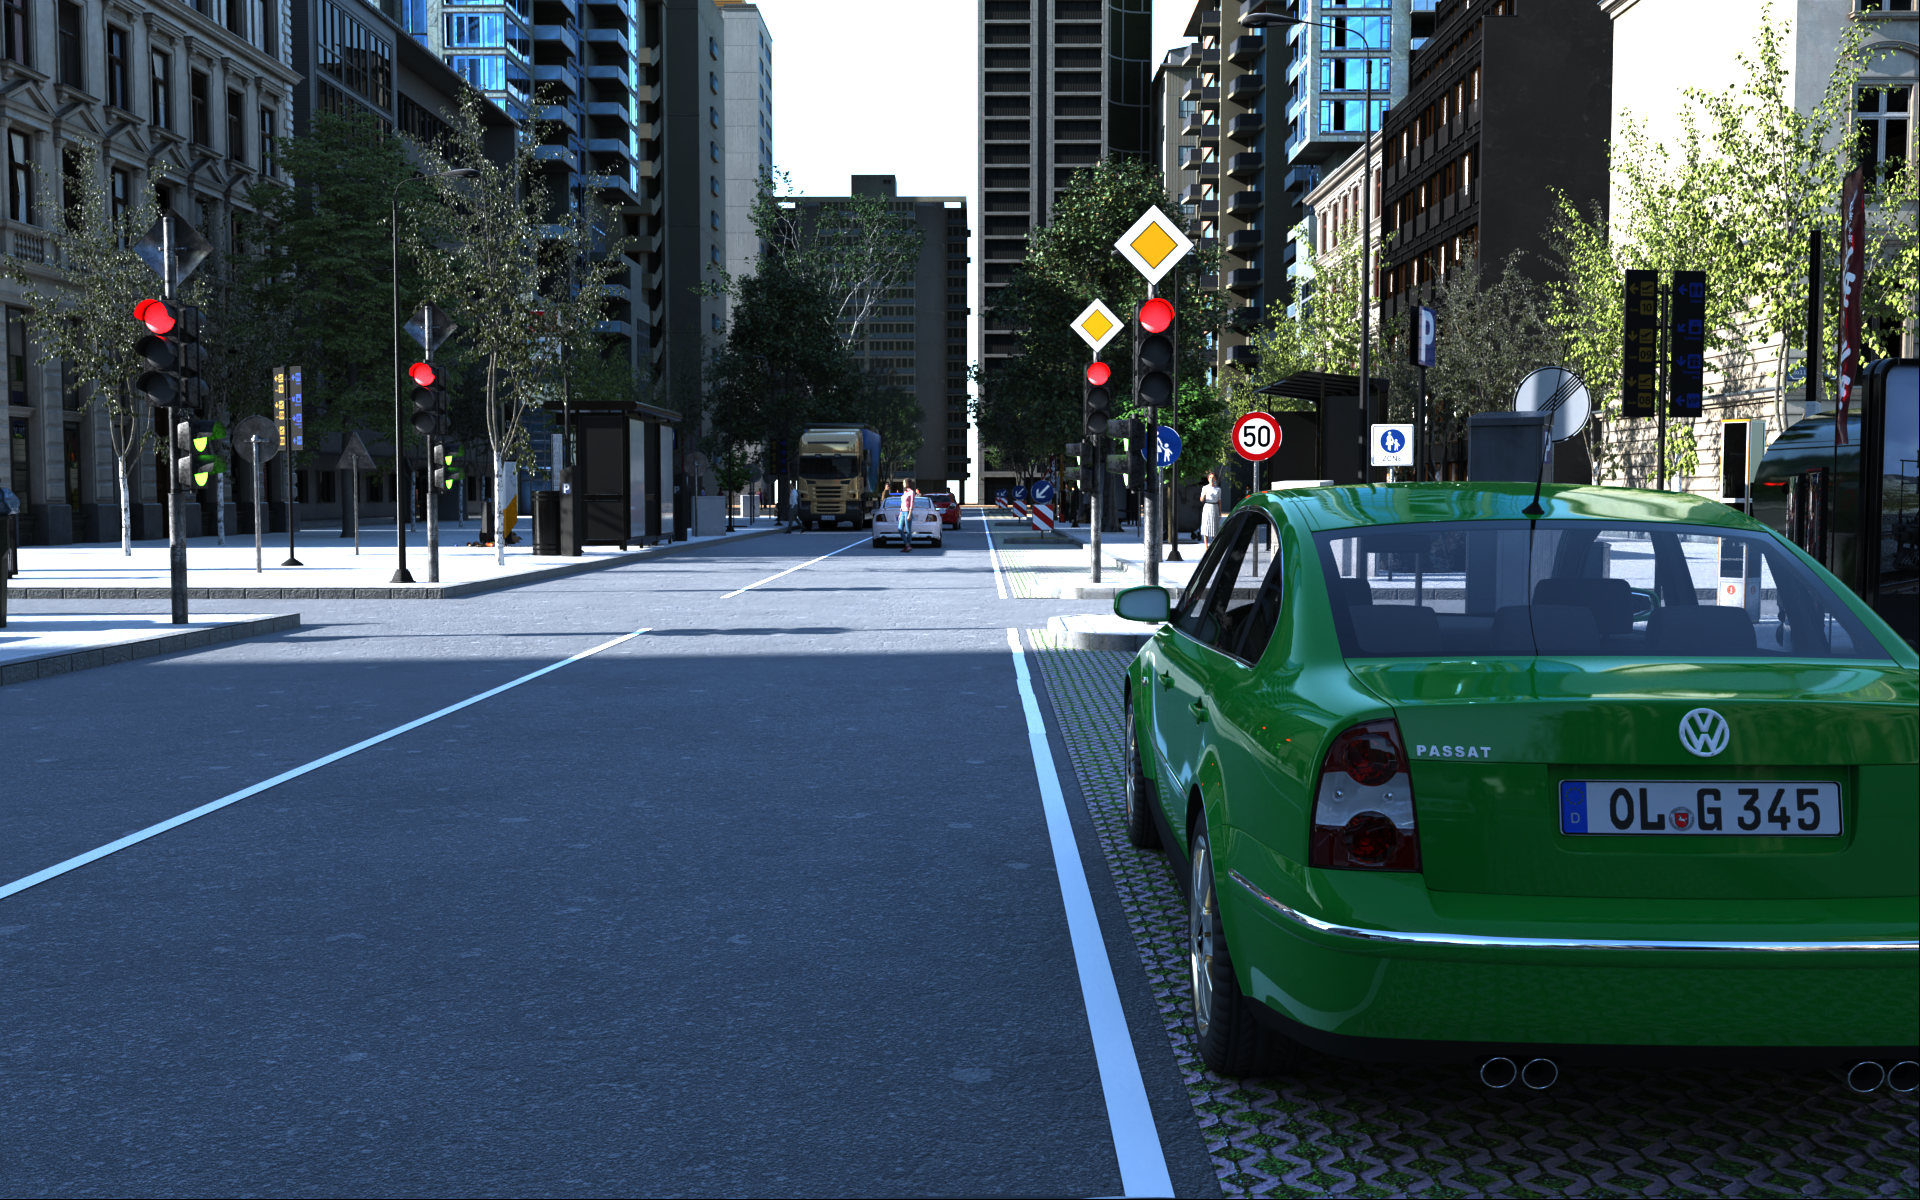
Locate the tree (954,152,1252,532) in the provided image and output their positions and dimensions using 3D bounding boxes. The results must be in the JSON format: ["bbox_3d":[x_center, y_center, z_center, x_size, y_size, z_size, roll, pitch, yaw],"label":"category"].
[{"bbox_3d":[5.034,-8.636,58.200,9.611,12.733,9.660,0,3,0],"label":"tree"}]

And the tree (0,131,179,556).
[{"bbox_3d":[-17.197,-5.202,35.423,4.360,8.622,3.978,0,3,0],"label":"tree"}]

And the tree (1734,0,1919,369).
[{"bbox_3d":[12.946,-4.653,26.439,4.737,8.622,4.395,0,3,0],"label":"tree"}]

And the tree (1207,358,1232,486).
[{"bbox_3d":[13.342,-7.488,72.791,4.737,8.622,4.395,0,3,0],"label":"tree"}]

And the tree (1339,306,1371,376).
[{"bbox_3d":[16.292,-7.049,65.614,4.360,8.622,3.978,0,3,0],"label":"tree"}]

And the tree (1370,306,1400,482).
[{"bbox_3d":[15.909,-6.573,57.833,4.360,8.622,3.978,0,3,0],"label":"tree"}]

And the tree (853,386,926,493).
[{"bbox_3d":[-7.065,-14.439,161.832,9.928,11.665,9.643,0,3,0],"label":"tree"}]

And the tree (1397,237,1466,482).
[{"bbox_3d":[14.798,-6.029,48.934,4.360,8.622,3.978,0,3,0],"label":"tree"}]

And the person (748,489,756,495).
[{"bbox_3d":[-16.126,-7.783,134.102,0.445,1.727,0.742,2,4,32],"label":"person"}]

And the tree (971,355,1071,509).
[{"bbox_3d":[5.918,-15.357,161.450,12.009,13.543,11.850,0,3,0],"label":"tree"}]

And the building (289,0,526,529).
[{"bbox_3d":[-29.738,-15.652,74.980,14.314,24.678,30.058,0,4,1],"label":"building"}]

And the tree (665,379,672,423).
[{"bbox_3d":[-16.474,-7.863,78.926,4.737,8.622,4.395,0,3,0],"label":"tree"}]

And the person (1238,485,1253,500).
[{"bbox_3d":[18.051,-6.295,108.602,1.348,1.869,0.705,3,5,45],"label":"person"}]

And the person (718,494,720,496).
[{"bbox_3d":[-18.072,-7.539,130.115,0.445,1.727,0.742,-1,4,-23],"label":"person"}]

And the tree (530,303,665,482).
[{"bbox_3d":[-14.267,-7.016,65.073,4.737,8.622,4.395,0,3,0],"label":"tree"}]

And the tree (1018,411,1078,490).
[{"bbox_3d":[5.054,-8.851,95.081,4.737,8.622,4.395,0,3,0],"label":"tree"}]

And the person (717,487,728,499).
[{"bbox_3d":[-15.630,-6.548,113.779,1.217,1.739,0.721,3,5,43],"label":"person"}]

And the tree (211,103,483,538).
[{"bbox_3d":[-17.658,-8.122,50.919,7.486,12.596,7.792,0,3,0],"label":"tree"}]

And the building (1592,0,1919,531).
[{"bbox_3d":[36.271,-13.818,45.002,34.723,24.649,14.460,0,4,1],"label":"building"}]

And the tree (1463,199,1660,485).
[{"bbox_3d":[15.458,-5.633,42.469,4.360,8.622,3.978,0,3,0],"label":"tree"}]

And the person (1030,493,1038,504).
[{"bbox_3d":[6.540,-8.758,152.471,0.697,1.427,0.421,1,4,10],"label":"person"}]

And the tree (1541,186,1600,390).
[{"bbox_3d":[13.113,-4.993,32.002,4.737,8.622,4.395,0,3,0],"label":"tree"}]

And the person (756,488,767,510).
[{"bbox_3d":[-15.663,-7.908,136.020,1.217,1.739,0.721,-2,4,-29],"label":"person"}]

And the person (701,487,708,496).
[{"bbox_3d":[-19.795,-7.857,134.369,0.599,1.838,0.709,0,4,-2],"label":"person"}]

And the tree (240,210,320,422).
[{"bbox_3d":[-18.551,-5.716,43.811,4.360,8.622,3.978,0,3,0],"label":"tree"}]

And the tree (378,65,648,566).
[{"bbox_3d":[-8.014,-4.922,30.833,4.360,8.622,3.978,0,3,0],"label":"tree"}]

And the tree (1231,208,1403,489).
[{"bbox_3d":[9.622,-5.817,45.476,4.737,8.622,4.395,0,3,0],"label":"tree"}]

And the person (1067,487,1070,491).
[{"bbox_3d":[7.984,-7.427,127.430,0.705,1.831,1.348,3,5,43],"label":"person"}]

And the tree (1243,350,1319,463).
[{"bbox_3d":[16.319,-8.332,86.586,4.360,8.622,3.978,0,3,0],"label":"tree"}]

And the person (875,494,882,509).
[{"bbox_3d":[-6.774,-8.489,144.464,0.705,1.869,1.348,1,4,16],"label":"person"}]

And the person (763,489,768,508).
[{"bbox_3d":[-17.316,-9.053,154.613,0.434,1.755,0.990,1,4,15],"label":"person"}]

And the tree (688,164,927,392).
[{"bbox_3d":[-8.944,-14.996,101.067,12.611,20.169,13.585,0,3,0],"label":"tree"}]

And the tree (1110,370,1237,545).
[{"bbox_3d":[5.499,-3.722,44.571,4.285,4.588,4.351,0,3,0],"label":"tree"}]

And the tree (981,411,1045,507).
[{"bbox_3d":[5.932,-15.257,175.203,9.928,11.665,9.643,0,3,0],"label":"tree"}]

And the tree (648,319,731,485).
[{"bbox_3d":[-11.660,-7.447,72.123,4.360,8.622,3.978,0,3,0],"label":"tree"}]

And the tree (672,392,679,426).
[{"bbox_3d":[-16.573,-8.459,88.662,4.737,8.622,4.395,0,3,0],"label":"tree"}]

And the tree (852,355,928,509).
[{"bbox_3d":[-7.645,-14.727,151.152,12.009,13.543,11.850,0,3,0],"label":"tree"}]

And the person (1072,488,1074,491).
[{"bbox_3d":[7.047,-6.290,109.333,0.683,1.767,0.568,-3,5,-45],"label":"person"}]

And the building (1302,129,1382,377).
[{"bbox_3d":[25.331,-15.483,89.305,11.583,22.565,21.152,0,4,1],"label":"building"}]

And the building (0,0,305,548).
[{"bbox_3d":[-27.313,-13.462,48.980,11.050,23.489,19.941,0,4,1],"label":"building"}]

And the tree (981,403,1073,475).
[{"bbox_3d":[5.583,-11.133,116.442,8.767,10.594,7.601,0,4,-2],"label":"tree"}]

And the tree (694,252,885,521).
[{"bbox_3d":[-8.222,-10.114,82.368,9.611,12.733,9.660,0,3,0],"label":"tree"}]

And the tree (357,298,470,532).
[{"bbox_3d":[-18.455,-6.591,58.124,4.737,8.622,4.395,0,3,0],"label":"tree"}]

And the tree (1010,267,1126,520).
[{"bbox_3d":[5.674,-10.079,82.916,7.486,12.596,7.792,0,3,0],"label":"tree"}]

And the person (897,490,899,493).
[{"bbox_3d":[-6.274,-10.329,175.834,0.541,1.710,0.530,-1,4,-12],"label":"person"}]

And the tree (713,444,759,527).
[{"bbox_3d":[-8.844,-4.439,67.174,1.663,3.219,1.824,0,3,0],"label":"tree"}]
